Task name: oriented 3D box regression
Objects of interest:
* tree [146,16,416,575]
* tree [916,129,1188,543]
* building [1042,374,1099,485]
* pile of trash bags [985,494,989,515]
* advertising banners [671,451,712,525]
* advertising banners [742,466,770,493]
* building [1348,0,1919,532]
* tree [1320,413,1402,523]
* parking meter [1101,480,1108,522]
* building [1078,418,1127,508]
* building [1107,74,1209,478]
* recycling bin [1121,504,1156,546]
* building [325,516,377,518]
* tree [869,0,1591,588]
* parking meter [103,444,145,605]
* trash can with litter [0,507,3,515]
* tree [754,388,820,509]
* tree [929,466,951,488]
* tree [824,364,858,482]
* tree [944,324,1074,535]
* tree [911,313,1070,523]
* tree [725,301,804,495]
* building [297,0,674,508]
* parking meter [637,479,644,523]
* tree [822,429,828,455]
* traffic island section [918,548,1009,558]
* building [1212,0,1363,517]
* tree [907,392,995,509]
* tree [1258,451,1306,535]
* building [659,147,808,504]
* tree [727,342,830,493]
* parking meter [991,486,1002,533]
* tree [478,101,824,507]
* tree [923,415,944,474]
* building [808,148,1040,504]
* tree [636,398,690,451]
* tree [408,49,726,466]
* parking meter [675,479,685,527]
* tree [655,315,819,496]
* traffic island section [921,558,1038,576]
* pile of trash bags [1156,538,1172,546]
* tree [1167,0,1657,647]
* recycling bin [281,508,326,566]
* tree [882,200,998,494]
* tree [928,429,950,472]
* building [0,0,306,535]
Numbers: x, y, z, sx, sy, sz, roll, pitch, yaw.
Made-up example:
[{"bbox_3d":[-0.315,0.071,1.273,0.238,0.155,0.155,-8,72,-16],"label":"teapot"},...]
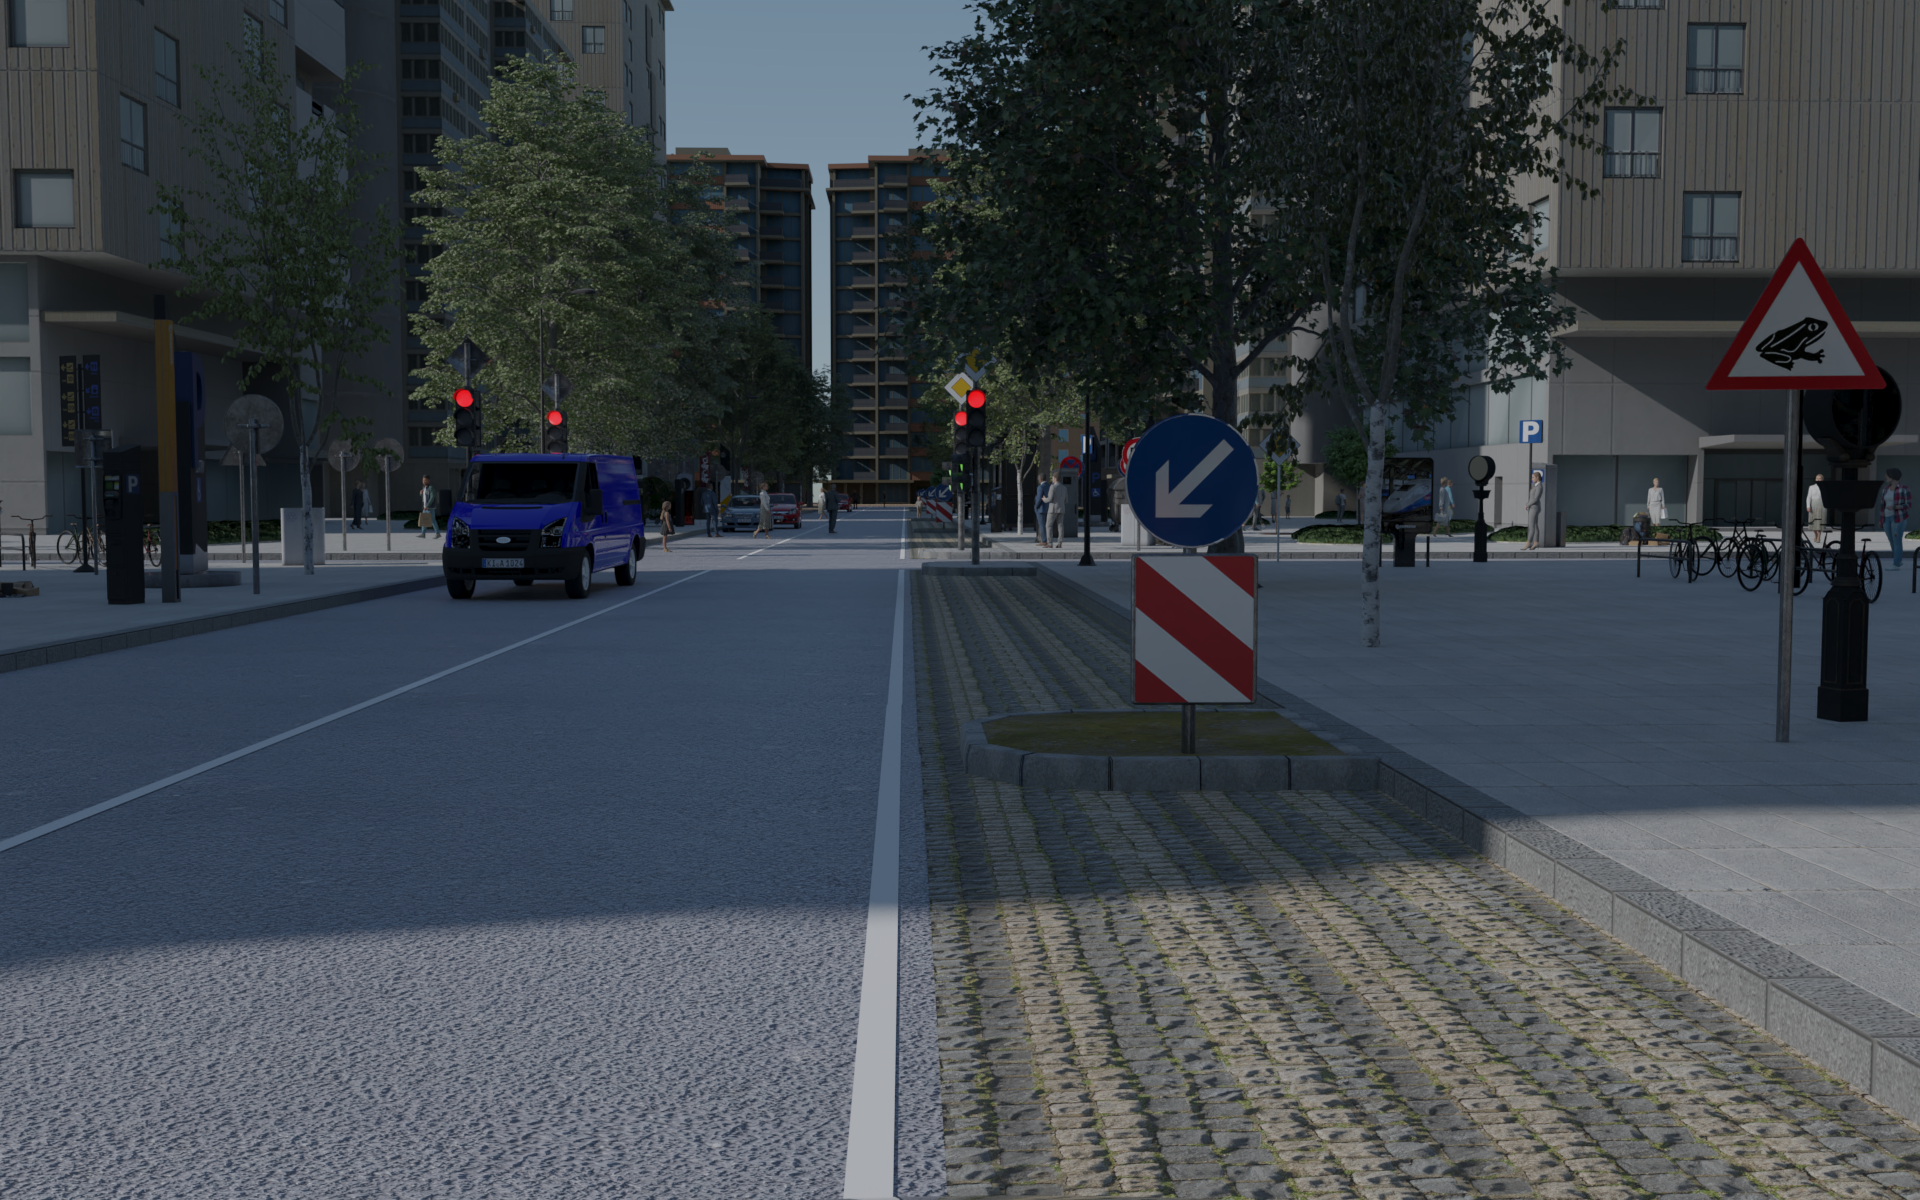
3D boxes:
[{"bbox_3d":[-10.360,-4.695,27.126,4.737,8.622,4.395,0,3,0],"label":"tree"},{"bbox_3d":[2.652,-7.792,45.532,7.486,12.596,7.792,0,3,0],"label":"tree"},{"bbox_3d":[17.870,-34.831,219.591,14.200,45.320,14.600,0,4,-2],"label":"building"},{"bbox_3d":[3.188,-5.849,105.387,3.447,1.369,1.912,0,4,7],"label":"pile of trash bags"},{"bbox_3d":[-11.196,-4.587,71.190,2.074,3.025,0.090,0,4,6],"label":"advertising banners"},{"bbox_3d":[-12.939,-6.985,110.387,2.074,3.025,0.090,-2,4,-34],"label":"advertising banners"},{"bbox_3d":[31.958,-29.351,69.128,27.495,52.752,28.713,0,4,-2],"label":"building"},{"bbox_3d":[16.195,-5.269,69.855,4.285,4.588,4.351,0,3,0],"label":"tree"},{"bbox_3d":[5.877,-3.971,70.634,0.255,1.863,0.399,1,4,14],"label":"parking meter"},{"bbox_3d":[22.543,-44.501,165.836,20.563,71.187,20.611,0,4,-2],"label":"building"},{"bbox_3d":[24.400,-29.743,140.930,22.147,44.769,28.867,0,4,-2],"label":"building"},{"bbox_3d":[4.439,-1.864,43.029,0.722,1.027,0.722,1,4,21],"label":"recycling bin"},{"bbox_3d":[-40.884,-24.967,100.087,32.217,40.220,23.993,0,4,-2],"label":"building"},{"bbox_3d":[3.535,-6.514,23.519,9.611,12.733,9.660,0,3,0],"label":"tree"},{"bbox_3d":[-9.735,-0.884,20.160,0.255,1.863,0.399,1,4,13],"label":"parking meter"},{"bbox_3d":[-23.344,-1.850,41.639,0.624,1.170,1.055,-2,4,-30],"label":"trash can with litter"},{"bbox_3d":[-12.295,-10.367,119.858,4.737,8.622,4.395,0,3,0],"label":"tree"},{"bbox_3d":[-1.725,-11.958,179.225,4.285,4.588,4.351,0,3,0],"label":"tree"},{"bbox_3d":[-14.860,-16.115,170.142,9.857,13.997,8.962,0,3,0],"label":"tree"},{"bbox_3d":[1.936,-6.360,54.349,4.737,8.622,4.395,0,3,0],"label":"tree"},{"bbox_3d":[1.510,-9.219,76.490,9.928,11.665,9.643,0,3,0],"label":"tree"},{"bbox_3d":[-12.721,-11.272,102.429,7.486,12.596,7.792,0,3,0],"label":"tree"},{"bbox_3d":[-41.951,-34.939,160.484,27.495,52.752,28.713,0,4,-2],"label":"building"},{"bbox_3d":[-12.190,-3.684,65.936,0.255,1.863,0.399,-1,4,-17],"label":"parking meter"},{"bbox_3d":[-13.130,-11.941,145.591,4.737,8.622,4.395,0,3,0],"label":"tree"},{"bbox_3d":[0.053,-1.052,39.482,2.009,0.180,2.903,0,4,-2],"label":"traffic island section"},{"bbox_3d":[28.474,-25.149,103.066,32.217,40.220,23.993,0,4,-2],"label":"building"},{"bbox_3d":[-0.393,-13.106,148.699,8.767,10.594,7.601,0,4,0],"label":"tree"},{"bbox_3d":[9.905,-3.678,54.735,1.663,3.219,1.824,0,3,0],"label":"tree"},{"bbox_3d":[-33.223,-34.679,221.629,28.867,44.769,22.147,0,4,-2],"label":"building"},{"bbox_3d":[-13.451,-12.938,128.546,9.611,12.733,9.660,0,3,0],"label":"tree"},{"bbox_3d":[1.208,-2.992,57.335,0.372,1.533,0.369,0,3,0],"label":"parking meter"},{"bbox_3d":[-11.108,-9.153,56.305,9.857,13.997,8.962,0,3,0],"label":"tree"},{"bbox_3d":[-0.708,-11.273,134.681,4.737,8.622,4.395,0,3,0],"label":"tree"},{"bbox_3d":[-4.021,-34.724,222.364,28.867,44.769,22.147,0,4,-2],"label":"building"},{"bbox_3d":[-18.844,-9.744,109.673,4.360,8.622,3.978,0,3,0],"label":"tree"},{"bbox_3d":[-10.417,-7.758,44.963,7.486,12.596,7.792,0,3,0],"label":"tree"},{"bbox_3d":[-10.968,-3.797,67.792,0.255,1.863,0.399,1,4,15],"label":"parking meter"},{"bbox_3d":[-11.693,-9.501,89.757,8.767,10.594,7.601,-1,4,-11],"label":"tree"},{"bbox_3d":[0.306,-0.564,31.501,2.009,0.180,2.903,0,4,-2],"label":"traffic island section"},{"bbox_3d":[5.880,-2.108,44.216,1.912,1.369,3.447,0,4,-1],"label":"pile of trash bags"},{"bbox_3d":[3.596,-3.922,14.489,4.360,8.622,3.978,0,3,0],"label":"tree"},{"bbox_3d":[-11.890,-1.151,31.375,0.722,1.027,0.722,-1,4,-19],"label":"recycling bin"},{"bbox_3d":[2.480,-15.093,102.658,12.611,20.169,13.585,0,3,0],"label":"tree"},{"bbox_3d":[-1.758,-14.302,184.194,4.360,8.622,3.978,0,3,0],"label":"tree"},{"bbox_3d":[-39.893,-29.047,64.158,28.713,52.752,27.495,0,4,-2],"label":"building"}]
